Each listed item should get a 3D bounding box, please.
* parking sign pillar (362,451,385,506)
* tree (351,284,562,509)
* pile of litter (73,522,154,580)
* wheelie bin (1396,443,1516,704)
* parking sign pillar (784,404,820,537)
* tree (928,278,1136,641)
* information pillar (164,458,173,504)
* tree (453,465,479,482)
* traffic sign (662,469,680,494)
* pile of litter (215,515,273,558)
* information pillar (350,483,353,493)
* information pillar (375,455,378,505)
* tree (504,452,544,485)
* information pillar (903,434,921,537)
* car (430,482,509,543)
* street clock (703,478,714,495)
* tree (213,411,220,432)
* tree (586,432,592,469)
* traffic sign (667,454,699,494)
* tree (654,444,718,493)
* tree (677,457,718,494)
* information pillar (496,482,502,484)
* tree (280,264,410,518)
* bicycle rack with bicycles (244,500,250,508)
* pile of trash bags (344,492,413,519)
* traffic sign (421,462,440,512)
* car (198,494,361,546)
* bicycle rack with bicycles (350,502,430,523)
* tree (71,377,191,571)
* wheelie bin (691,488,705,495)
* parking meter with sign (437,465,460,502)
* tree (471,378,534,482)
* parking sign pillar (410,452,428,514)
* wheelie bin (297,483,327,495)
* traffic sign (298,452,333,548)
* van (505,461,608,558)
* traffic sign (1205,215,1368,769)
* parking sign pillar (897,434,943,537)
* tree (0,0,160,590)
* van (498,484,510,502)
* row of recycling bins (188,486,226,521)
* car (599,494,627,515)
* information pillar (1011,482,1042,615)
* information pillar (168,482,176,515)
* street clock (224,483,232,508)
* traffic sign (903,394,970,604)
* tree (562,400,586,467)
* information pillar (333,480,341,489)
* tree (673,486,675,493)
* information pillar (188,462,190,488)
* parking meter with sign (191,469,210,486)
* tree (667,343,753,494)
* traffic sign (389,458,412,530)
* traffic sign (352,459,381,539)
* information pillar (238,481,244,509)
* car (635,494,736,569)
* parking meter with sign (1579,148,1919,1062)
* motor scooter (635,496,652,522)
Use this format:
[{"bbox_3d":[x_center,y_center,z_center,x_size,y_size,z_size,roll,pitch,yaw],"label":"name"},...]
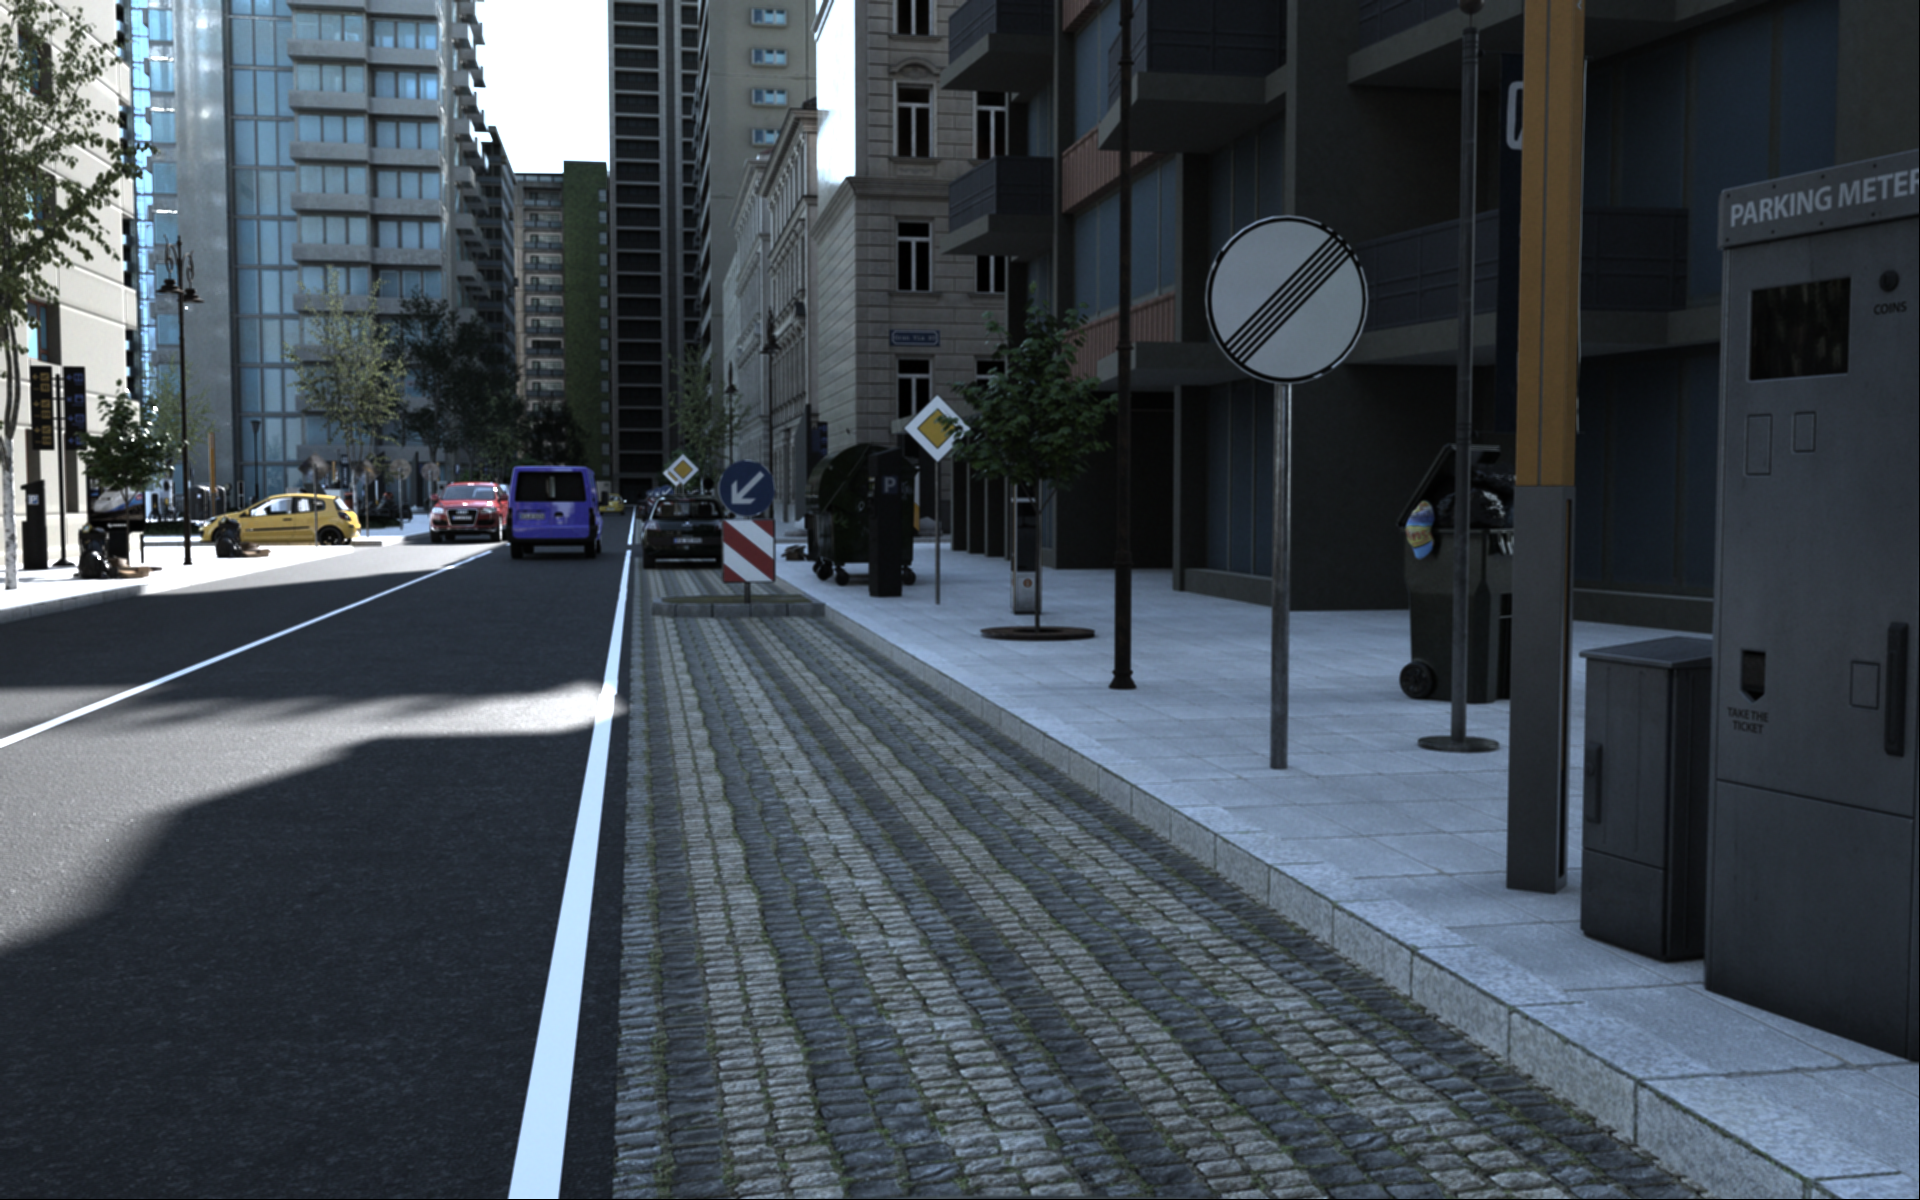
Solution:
[{"bbox_3d":[-36.336,-7.270,107.334,1.447,3.967,1.447,-2,4,-35],"label":"parking sign pillar"},{"bbox_3d":[-23.990,-8.777,77.918,8.767,10.594,7.601,3,4,36],"label":"tree"},{"bbox_3d":[-13.092,-0.780,26.720,1.176,0.858,1.719,-1,4,-17],"label":"pile of litter"},{"bbox_3d":[3.217,-0.182,10.879,0.980,1.594,0.693,-3,5,-43],"label":"wheelie bin"},{"bbox_3d":[-4.638,-3.921,52.586,1.447,3.967,1.447,-1,4,-21],"label":"parking sign pillar"},{"bbox_3d":[0.689,-1.289,15.681,1.663,3.219,1.824,0,3,0],"label":"tree"},{"bbox_3d":[-50.750,-7.325,111.121,0.504,3.616,0.183,-2,4,-23],"label":"information pillar"},{"bbox_3d":[-34.001,-7.687,120.288,1.663,3.219,1.824,0,3,0],"label":"tree"},{"bbox_3d":[-8.296,-2.874,50.629,0.795,2.450,0.064,-1,4,-11],"label":"traffic sign"},{"bbox_3d":[-14.655,-1.311,35.393,1.176,0.858,1.719,0,4,-4],"label":"pile of litter"},{"bbox_3d":[-40.655,-6.821,116.014,0.304,2.012,0.304,0,4,7],"label":"information pillar"},{"bbox_3d":[-34.794,-6.846,103.292,0.183,3.616,0.504,-2,4,-23],"label":"information pillar"},{"bbox_3d":[-35.760,-9.721,142.644,4.285,4.588,4.351,0,3,0],"label":"tree"},{"bbox_3d":[-1.426,-3.664,51.267,0.504,3.616,0.183,-1,4,-18],"label":"information pillar"},{"bbox_3d":[-14.905,-2.707,52.930,2.281,1.827,5.304,-1,4,-9],"label":"car"},{"bbox_3d":[-11.073,-4.383,76.225,0.471,2.002,0.358,-1,4,-11],"label":"street clock"},{"bbox_3d":[-41.004,-8.549,90.142,4.737,8.622,4.395,0,3,0],"label":"tree"},{"bbox_3d":[-38.055,-13.786,159.811,8.767,10.594,7.601,0,4,-6],"label":"tree"},{"bbox_3d":[-6.830,-2.394,42.779,0.795,2.450,0.064,-1,4,-11],"label":"traffic sign"},{"bbox_3d":[-16.617,-7.524,106.727,4.285,4.588,4.351,0,3,0],"label":"tree"},{"bbox_3d":[-14.852,-6.361,98.598,1.663,3.219,1.824,0,3,0],"label":"tree"},{"bbox_3d":[-27.068,-5.953,101.820,0.304,2.012,0.304,-2,4,-26],"label":"information pillar"},{"bbox_3d":[-19.368,-6.412,55.191,4.360,8.622,3.978,0,3,0],"label":"tree"},{"bbox_3d":[-44.933,-5.998,111.449,2.852,0.926,2.925,2,4,32],"label":"bicycle rack with bicycles"},{"bbox_3d":[-29.934,-4.826,88.655,1.912,1.369,3.447,3,5,43],"label":"pile of trash bags"},{"bbox_3d":[-21.278,-4.254,69.651,0.768,2.556,0.104,0,4,-1],"label":"traffic sign"},{"bbox_3d":[-17.982,-2.176,45.808,3.980,1.641,2.015,-1,4,-10],"label":"car"},{"bbox_3d":[-26.079,-3.973,78.341,2.925,0.926,2.852,1,4,12],"label":"bicycle rack with bicycles"},{"bbox_3d":[-14.010,-2.100,28.943,1.663,3.219,1.824,0,3,0],"label":"tree"},{"bbox_3d":[-12.921,-4.765,85.821,0.980,1.594,0.693,2,4,27],"label":"wheelie bin"},{"bbox_3d":[-30.544,-6.500,102.535,1.738,3.016,0.543,1,4,9],"label":"parking meter with sign"},{"bbox_3d":[-28.058,-9.493,105.578,4.737,8.622,4.395,0,3,0],"label":"tree"},{"bbox_3d":[-34.697,-7.469,110.589,1.447,3.967,1.447,-2,4,-35],"label":"parking sign pillar"},{"bbox_3d":[-18.097,-2.473,48.336,0.693,1.594,0.980,2,4,24],"label":"wheelie bin"},{"bbox_3d":[-15.332,-2.298,41.219,0.795,2.450,0.064,-1,4,-11],"label":"traffic sign"},{"bbox_3d":[-9.374,-2.198,40.321,2.240,2.365,5.245,-1,4,-10],"label":"van"},{"bbox_3d":[1.492,-0.485,8.028,0.768,2.556,0.104,0,4,-7],"label":"traffic sign"},{"bbox_3d":[-1.239,-3.912,52.429,1.447,3.967,1.447,0,4,4],"label":"parking sign pillar"},{"bbox_3d":[-12.972,-4.439,22.936,4.737,8.622,4.395,0,3,0],"label":"tree"},{"bbox_3d":[-18.804,-3.830,69.626,2.013,2.044,4.112,-1,4,-11],"label":"van"},{"bbox_3d":[-37.314,-4.806,85.691,1.069,1.692,3.534,0,4,-4],"label":"row of recycling bins"},{"bbox_3d":[-23.760,-6.598,118.093,2.015,1.641,3.980,-1,4,-9],"label":"car"},{"bbox_3d":[0.706,-0.856,18.493,0.304,2.012,0.304,0,4,-5],"label":"information pillar"},{"bbox_3d":[-48.877,-6.293,107.379,0.304,2.012,0.304,0,4,7],"label":"information pillar"},{"bbox_3d":[-49.389,-6.869,116.872,0.471,2.002,0.358,1,4,14],"label":"street clock"},{"bbox_3d":[-0.263,-1.156,20.085,0.795,2.450,0.064,0,4,-5],"label":"traffic sign"},{"bbox_3d":[-26.037,-9.696,92.945,8.767,10.594,7.601,3,5,42],"label":"tree"},{"bbox_3d":[-32.239,-5.209,89.655,0.304,2.012,0.304,1,4,23],"label":"information pillar"},{"bbox_3d":[-28.083,-10.860,172.166,1.663,3.219,1.824,0,3,0],"label":"tree"},{"bbox_3d":[-48.545,-7.184,108.812,0.504,3.616,0.183,2,4,31],"label":"information pillar"},{"bbox_3d":[-51.934,-7.522,119.245,1.738,3.016,0.543,-1,4,-15],"label":"parking meter with sign"},{"bbox_3d":[-12.376,-8.163,83.824,4.737,8.622,4.395,0,3,0],"label":"tree"},{"bbox_3d":[-20.016,-3.784,61.982,0.768,2.556,0.104,-1,4,-10],"label":"traffic sign"},{"bbox_3d":[-16.797,-2.778,49.069,0.795,2.450,0.064,-1,4,-11],"label":"traffic sign"},{"bbox_3d":[-41.662,-5.864,100.365,0.304,2.012,0.304,-2,4,-26],"label":"information pillar"},{"bbox_3d":[-5.466,-1.516,34.575,2.009,1.686,4.222,-1,4,-10],"label":"car"},{"bbox_3d":[2.247,-0.485,4.199,0.543,3.016,1.738,-1,4,-22],"label":"parking meter with sign"},{"bbox_3d":[-16.214,-4.646,88.737,0.815,1.314,1.986,-1,4,-9],"label":"motor scooter"}]
